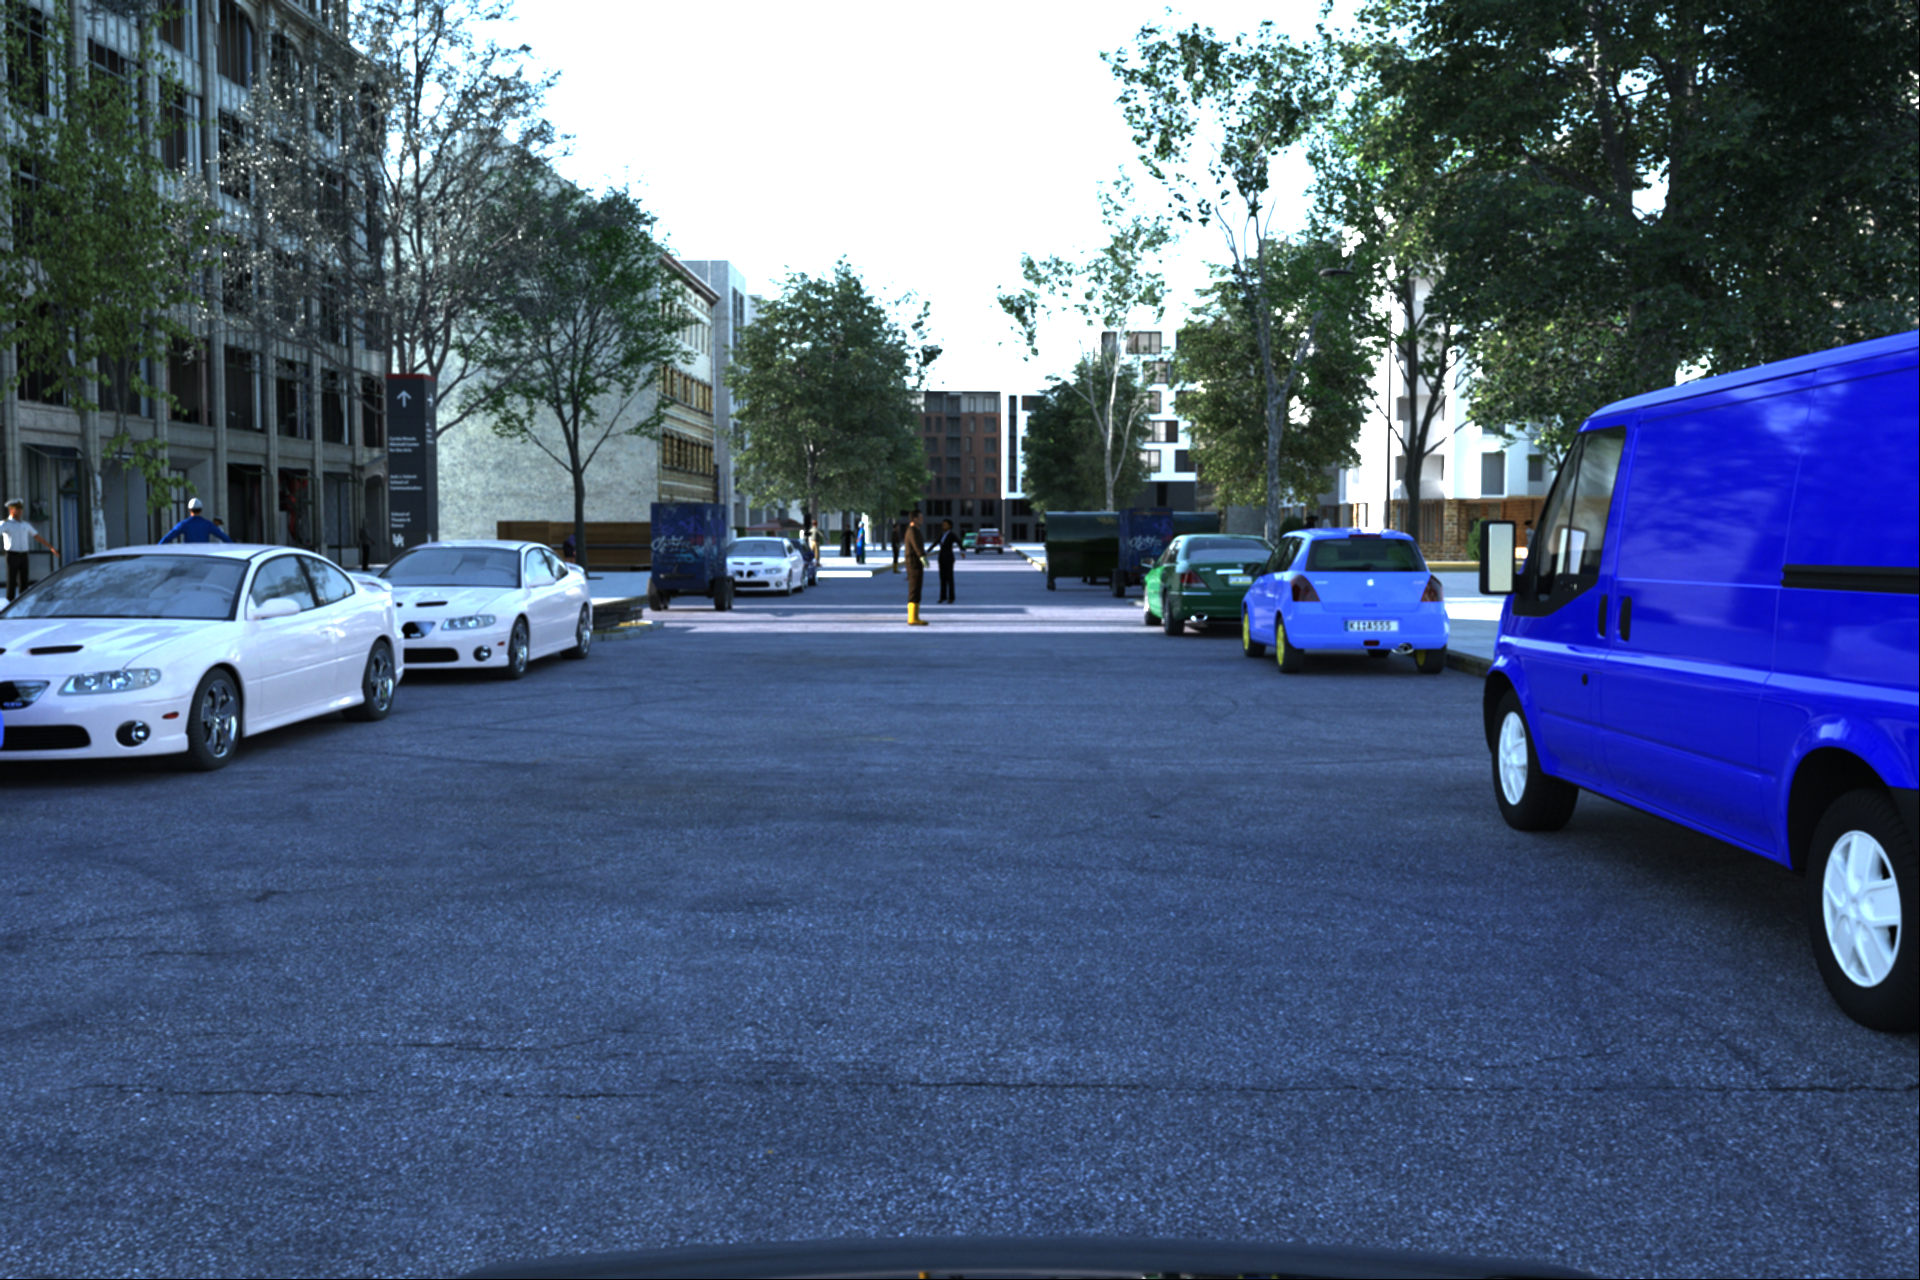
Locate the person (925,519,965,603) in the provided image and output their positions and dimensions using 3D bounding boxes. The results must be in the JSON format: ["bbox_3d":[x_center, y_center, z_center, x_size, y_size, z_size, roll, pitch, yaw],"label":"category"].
[{"bbox_3d":[-0.329,-1.631,35.848,1.216,1.740,0.721,3,5,44],"label":"person"}]

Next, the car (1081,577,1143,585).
[{"bbox_3d":[4.495,-2.515,50.158,2.155,1.783,4.494,0,4,0],"label":"car"}]

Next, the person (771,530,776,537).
[{"bbox_3d":[-7.074,-3.425,65.260,0.991,1.433,0.599,-2,4,-32],"label":"person"}]

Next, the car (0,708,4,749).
[{"bbox_3d":[-5.770,0.143,7.260,1.945,1.707,3.694,0,4,1],"label":"car"}]

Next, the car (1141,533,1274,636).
[{"bbox_3d":[3.823,-0.859,25.849,2.131,1.459,4.920,0,4,0],"label":"car"}]

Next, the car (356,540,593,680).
[{"bbox_3d":[-5.231,-0.378,18.549,2.083,1.381,4.827,0,4,1],"label":"car"}]

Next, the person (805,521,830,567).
[{"bbox_3d":[-5.656,-3.780,68.082,1.348,1.796,0.705,3,4,37],"label":"person"}]

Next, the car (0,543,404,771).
[{"bbox_3d":[-5.381,0.023,11.987,2.083,1.381,4.827,0,4,1],"label":"car"}]

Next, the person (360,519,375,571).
[{"bbox_3d":[-20.409,-3.267,59.551,0.705,1.813,1.348,-2,4,-33],"label":"person"}]

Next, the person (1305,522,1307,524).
[{"bbox_3d":[16.464,-4.677,82.243,0.705,1.856,1.354,2,4,32],"label":"person"}]

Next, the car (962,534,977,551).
[{"bbox_3d":[1.121,-8.280,144.171,1.959,1.807,4.718,0,4,1],"label":"car"}]

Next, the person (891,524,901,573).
[{"bbox_3d":[-2.314,-3.355,63.443,0.704,1.812,1.346,0,3,0],"label":"person"}]

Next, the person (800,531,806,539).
[{"bbox_3d":[-8.242,-5.227,91.640,0.705,1.806,1.347,-1,4,-20],"label":"person"}]

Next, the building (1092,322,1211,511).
[{"bbox_3d":[27.765,-20.749,183.214,27.936,21.610,32.646,0,4,1],"label":"building"}]

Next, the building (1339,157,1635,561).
[{"bbox_3d":[25.925,-14.500,93.501,16.016,20.090,11.380,0,4,1],"label":"building"}]

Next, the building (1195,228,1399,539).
[{"bbox_3d":[27.780,-18.152,127.713,19.493,23.208,18.063,0,4,1],"label":"building"}]

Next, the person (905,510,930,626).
[{"bbox_3d":[-0.671,-1.140,27.234,0.704,1.812,1.346,-1,4,-8],"label":"person"}]

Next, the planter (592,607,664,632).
[{"bbox_3d":[-5.528,-0.298,26.012,1.991,0.319,1.994,0,4,1],"label":"planter"}]

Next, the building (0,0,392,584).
[{"bbox_3d":[-28.909,-14.299,50.443,14.369,24.946,33.146,0,4,2],"label":"building"}]

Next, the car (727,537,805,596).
[{"bbox_3d":[-4.804,-1.777,41.414,2.083,1.381,4.827,0,4,1],"label":"car"}]

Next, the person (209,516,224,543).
[{"bbox_3d":[-20.047,-2.455,46.602,0.721,1.778,1.216,-2,4,-35],"label":"person"}]

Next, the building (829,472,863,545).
[{"bbox_3d":[-22.348,-21.883,224.244,16.747,18.905,31.486,0,4,2],"label":"building"}]

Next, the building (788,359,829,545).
[{"bbox_3d":[-24.053,-19.813,190.402,16.747,18.905,31.486,0,4,0],"label":"building"}]

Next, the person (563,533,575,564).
[{"bbox_3d":[-12.329,-2.810,55.221,0.697,1.427,0.421,2,4,27],"label":"person"}]

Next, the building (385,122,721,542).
[{"bbox_3d":[-25.130,-16.554,101.591,19.493,23.208,18.063,0,4,1],"label":"building"}]

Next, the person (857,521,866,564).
[{"bbox_3d":[-4.177,-4.117,73.437,0.704,1.817,1.347,0,4,4],"label":"person"}]

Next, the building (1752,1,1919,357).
[{"bbox_3d":[28.682,-13.121,42.253,11.050,23.595,19.941,0,4,1],"label":"building"}]

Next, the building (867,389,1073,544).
[{"bbox_3d":[2.863,-25.004,255.239,32.646,21.610,27.936,0,4,-5],"label":"building"}]

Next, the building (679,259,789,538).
[{"bbox_3d":[-22.896,-15.977,127.674,16.747,18.905,31.486,0,4,1],"label":"building"}]

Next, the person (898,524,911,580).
[{"bbox_3d":[-1.650,-2.721,53.742,0.721,1.733,1.217,1,4,21],"label":"person"}]

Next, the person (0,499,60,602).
[{"bbox_3d":[-15.372,-1.375,28.267,0.704,1.855,1.343,2,4,26],"label":"person"}]

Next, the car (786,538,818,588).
[{"bbox_3d":[-4.865,-2.097,46.872,1.945,1.354,3.894,0,4,1],"label":"car"}]

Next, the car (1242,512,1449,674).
[{"bbox_3d":[4.143,-0.581,19.092,1.945,1.707,3.694,0,4,1],"label":"car"}]

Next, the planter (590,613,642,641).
[{"bbox_3d":[-5.499,-0.175,23.997,1.991,0.319,1.994,0,4,2],"label":"planter"}]

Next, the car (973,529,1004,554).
[{"bbox_3d":[2.105,-7.198,126.358,2.281,1.827,5.304,0,3,0],"label":"car"}]

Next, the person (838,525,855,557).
[{"bbox_3d":[-6.386,-5.641,98.423,1.347,1.806,0.705,3,5,43],"label":"person"}]

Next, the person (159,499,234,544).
[{"bbox_3d":[-12.162,-1.329,27.610,1.347,1.842,0.705,-2,4,-24],"label":"person"}]

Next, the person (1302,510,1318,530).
[{"bbox_3d":[8.166,-2.097,40.155,0.704,1.845,1.351,2,4,27],"label":"person"}]

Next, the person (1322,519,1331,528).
[{"bbox_3d":[11.229,-2.830,53.048,1.217,1.736,0.721,1,4,22],"label":"person"}]

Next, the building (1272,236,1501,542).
[{"bbox_3d":[25.277,-15.571,111.011,16.016,20.090,11.380,0,4,2],"label":"building"}]

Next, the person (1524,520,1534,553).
[{"bbox_3d":[18.733,-3.048,56.609,0.721,1.739,1.217,3,4,38],"label":"person"}]
